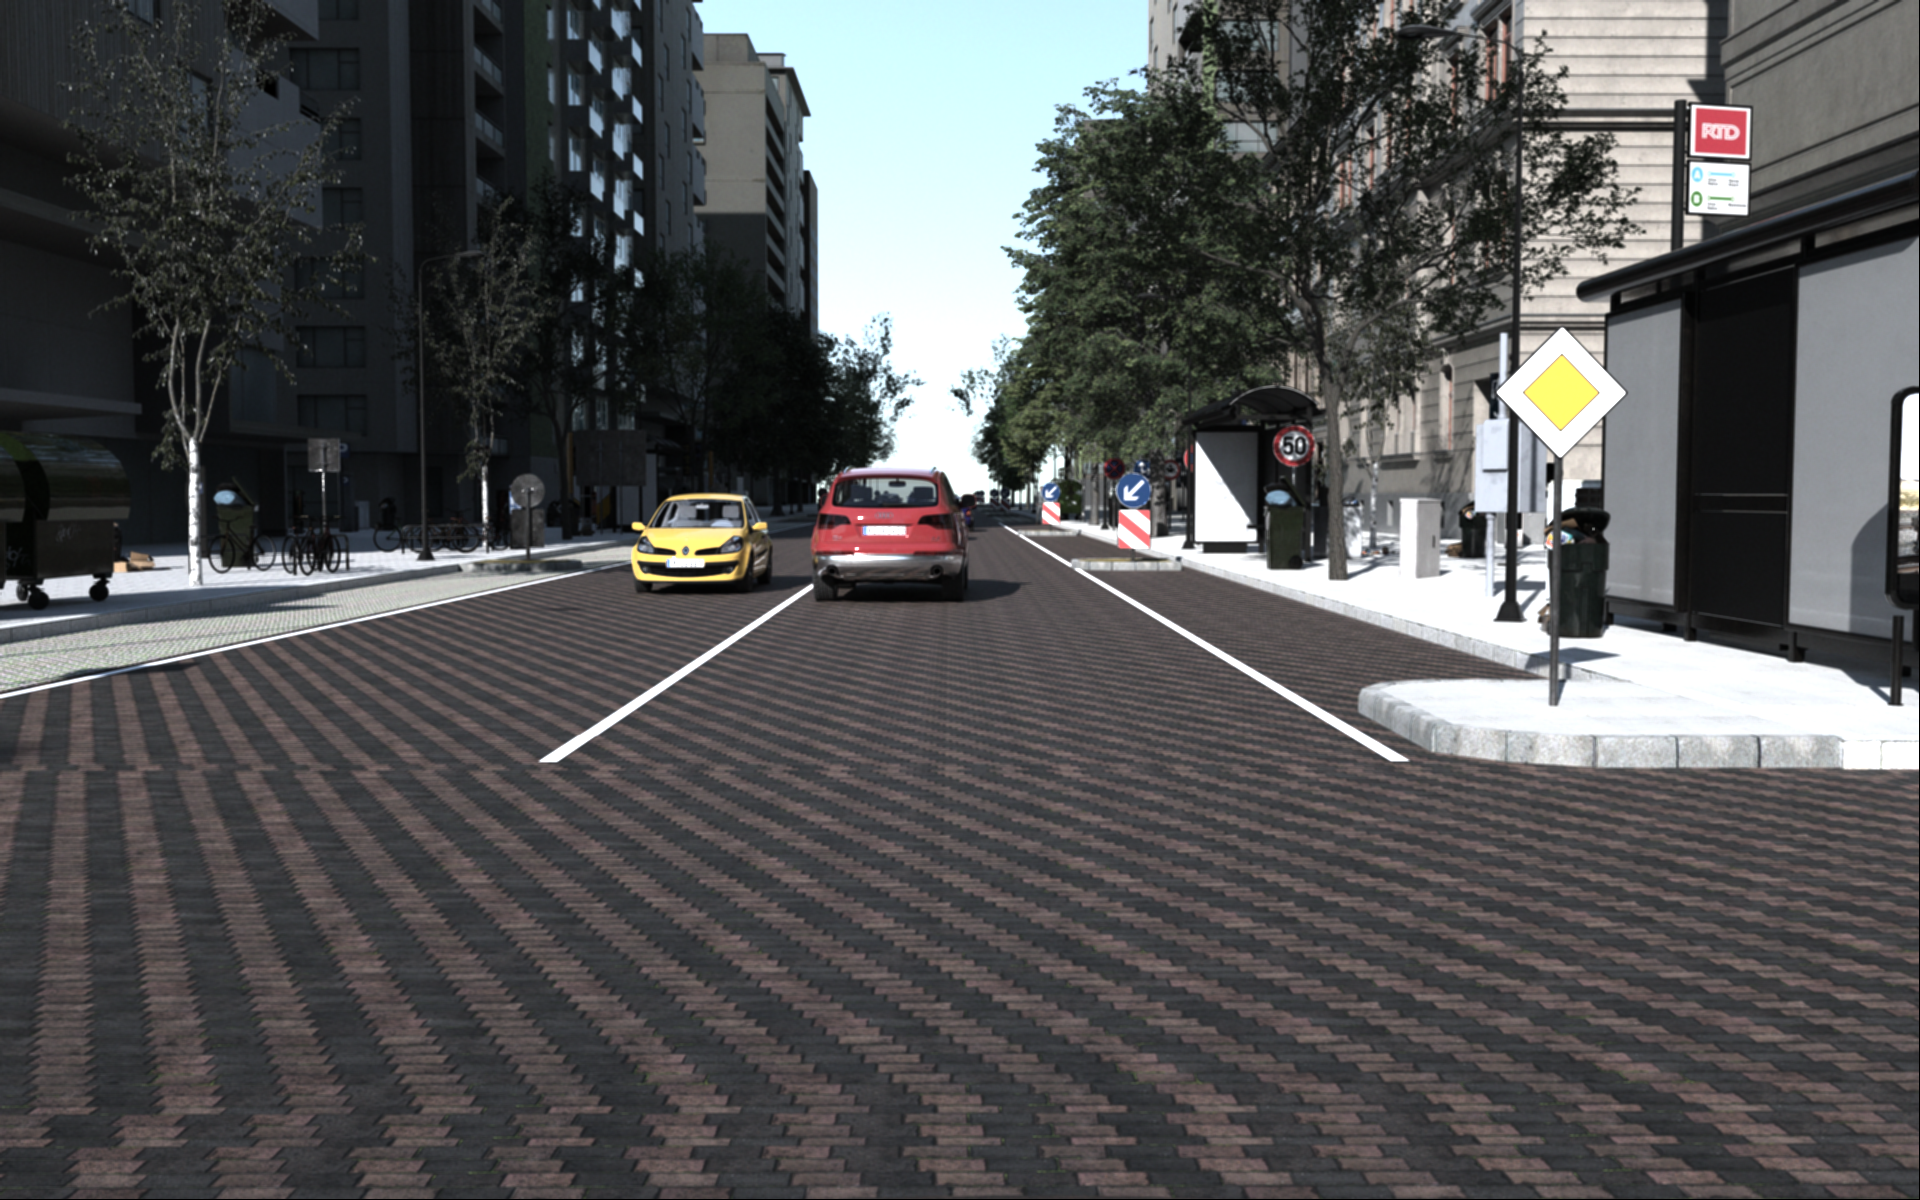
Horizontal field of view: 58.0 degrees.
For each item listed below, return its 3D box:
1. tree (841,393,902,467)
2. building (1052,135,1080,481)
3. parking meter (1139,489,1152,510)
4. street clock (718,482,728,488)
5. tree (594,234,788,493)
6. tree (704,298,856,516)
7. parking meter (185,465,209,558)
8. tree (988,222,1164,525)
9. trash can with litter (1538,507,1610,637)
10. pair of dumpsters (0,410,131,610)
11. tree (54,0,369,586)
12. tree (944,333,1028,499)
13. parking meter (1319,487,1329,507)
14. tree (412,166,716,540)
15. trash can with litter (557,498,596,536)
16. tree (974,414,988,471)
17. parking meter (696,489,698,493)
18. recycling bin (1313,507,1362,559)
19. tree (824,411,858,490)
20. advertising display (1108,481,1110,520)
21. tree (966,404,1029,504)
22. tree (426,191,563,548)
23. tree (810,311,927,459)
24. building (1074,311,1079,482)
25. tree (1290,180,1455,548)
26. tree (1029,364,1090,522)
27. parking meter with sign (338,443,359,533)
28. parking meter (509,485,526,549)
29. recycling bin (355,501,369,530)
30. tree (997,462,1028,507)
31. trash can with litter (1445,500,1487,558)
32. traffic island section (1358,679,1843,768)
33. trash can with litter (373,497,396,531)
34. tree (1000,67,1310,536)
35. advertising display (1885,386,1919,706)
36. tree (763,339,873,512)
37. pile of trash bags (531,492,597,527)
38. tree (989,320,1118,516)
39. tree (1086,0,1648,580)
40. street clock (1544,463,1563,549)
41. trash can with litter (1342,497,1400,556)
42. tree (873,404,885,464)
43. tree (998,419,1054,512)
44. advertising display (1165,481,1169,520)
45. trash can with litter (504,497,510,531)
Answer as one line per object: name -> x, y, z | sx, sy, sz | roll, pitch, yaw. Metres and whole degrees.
tree -> -11.282, -17.978, 204.314 | 12.009, 13.543, 11.850 | 0, 3, 0
building -> 24.510, -37.302, 229.491 | 23.786, 49.044, 30.456 | 0, 4, 0
parking meter -> 5.394, -2.573, 50.484 | 0.372, 1.533, 0.369 | 0, 3, 0
street clock -> -11.430, -4.834, 83.613 | 0.471, 2.002, 0.358 | 0, 4, -6
tree -> -10.770, -8.869, 70.771 | 9.928, 11.665, 9.643 | 0, 3, 0
tree -> -10.827, -11.264, 101.180 | 9.611, 12.733, 9.660 | 0, 3, 0
parking meter -> -15.211, -1.762, 34.513 | 0.399, 1.863, 0.255 | -1, 4, -23
tree -> 5.411, -9.373, 71.367 | 7.486, 12.596, 7.792 | 0, 3, 0
trash can with litter -> 5.510, -0.270, 15.796 | 0.624, 1.170, 1.055 | 0, 4, 3
pair of dumpsters -> -10.686, -0.987, 18.628 | 1.574, 2.255, 4.437 | 0, 4, 0
tree -> -10.586, -4.518, 24.234 | 4.360, 8.622, 3.978 | 0, 3, 0
tree -> 4.330, -21.440, 206.436 | 12.611, 20.169, 13.585 | 0, 3, 0
parking meter -> 12.408, -3.088, 58.899 | 0.372, 1.533, 0.369 | 0, 3, 0
tree -> -11.123, -6.997, 48.807 | 8.767, 10.594, 7.601 | -1, 4, -14
trash can with litter -> -11.756, -2.550, 53.075 | 0.624, 1.170, 1.055 | 3, 5, 42
tree -> 5.274, -16.349, 185.437 | 7.486, 12.596, 7.792 | 0, 3, 0
parking meter -> -12.259, -4.477, 81.618 | 0.372, 1.533, 0.369 | 0, 3, 0
recycling bin -> 7.521, -1.342, 34.494 | 0.722, 1.027, 0.722 | -1, 4, -18
tree -> -10.741, -11.955, 145.826 | 4.360, 8.622, 3.978 | 0, 3, 0
advertising display -> 7.720, -4.864, 84.743 | 0.974, 1.923, 0.123 | 0, 4, 1
tree -> 5.176, -19.510, 229.361 | 12.009, 13.543, 11.850 | 0, 3, 0
tree -> -11.606, -5.559, 41.255 | 4.360, 8.622, 3.978 | 0, 3, 0
tree -> -9.821, -19.747, 178.745 | 12.611, 20.169, 13.585 | 0, 3, 0
building -> 20.619, -26.645, 207.347 | 14.160, 30.474, 14.107 | 0, 4, 0
tree -> 9.876, -5.563, 41.316 | 4.360, 8.622, 3.978 | 0, 3, 0
tree -> 5.536, -7.916, 79.793 | 4.360, 8.622, 3.978 | 0, 3, 0
parking meter with sign -> -20.665, -3.801, 58.413 | 0.543, 3.016, 1.738 | -1, 4, -9
parking meter -> -10.302, -1.952, 40.327 | 0.372, 1.533, 0.369 | 0, 3, 0
recycling bin -> -21.896, -3.069, 62.728 | 0.722, 1.027, 0.722 | 1, 4, 10
tree -> 5.436, -11.575, 172.963 | 4.285, 4.588, 4.351 | 0, 3, 0
trash can with litter -> 10.201, -1.446, 35.022 | 0.624, 1.170, 1.055 | -1, 4, -21
traffic island section -> 3.617, 0.720, 10.512 | 2.009, 0.180, 2.903 | 0, 4, 0
trash can with litter -> -20.155, -3.003, 60.491 | 1.055, 1.170, 0.624 | 3, 5, 40
tree -> 6.108, -8.910, 52.337 | 9.857, 13.997, 8.962 | 0, 3, 0
advertising display -> 6.096, -0.315, 10.368 | 0.974, 1.923, 0.123 | 1, 4, 14
tree -> -11.083, -12.604, 124.198 | 7.486, 12.596, 7.792 | 0, 3, 0
pile of trash bags -> -15.659, -3.545, 67.713 | 3.447, 1.369, 1.912 | 0, 4, 8
tree -> 6.235, -10.616, 99.333 | 9.928, 11.665, 9.643 | 0, 3, 0
tree -> 5.769, -5.596, 25.905 | 8.767, 10.594, 7.601 | 1, 4, 15
street clock -> 13.729, -2.182, 40.241 | 0.358, 2.002, 0.471 | -3, 4, -36
trash can with litter -> 8.672, -1.585, 36.973 | 2.233, 1.210, 1.678 | -2, 4, -32
tree -> -10.523, -14.922, 162.093 | 7.486, 12.596, 7.792 | 0, 3, 0
tree -> 5.675, -11.986, 146.331 | 4.737, 8.622, 4.395 | 0, 3, 0
advertising display -> 10.035, -4.869, 84.827 | 0.123, 1.923, 0.974 | 3, 4, 37
trash can with litter -> -15.404, -3.011, 60.616 | 1.055, 1.170, 0.624 | -1, 4, -18
